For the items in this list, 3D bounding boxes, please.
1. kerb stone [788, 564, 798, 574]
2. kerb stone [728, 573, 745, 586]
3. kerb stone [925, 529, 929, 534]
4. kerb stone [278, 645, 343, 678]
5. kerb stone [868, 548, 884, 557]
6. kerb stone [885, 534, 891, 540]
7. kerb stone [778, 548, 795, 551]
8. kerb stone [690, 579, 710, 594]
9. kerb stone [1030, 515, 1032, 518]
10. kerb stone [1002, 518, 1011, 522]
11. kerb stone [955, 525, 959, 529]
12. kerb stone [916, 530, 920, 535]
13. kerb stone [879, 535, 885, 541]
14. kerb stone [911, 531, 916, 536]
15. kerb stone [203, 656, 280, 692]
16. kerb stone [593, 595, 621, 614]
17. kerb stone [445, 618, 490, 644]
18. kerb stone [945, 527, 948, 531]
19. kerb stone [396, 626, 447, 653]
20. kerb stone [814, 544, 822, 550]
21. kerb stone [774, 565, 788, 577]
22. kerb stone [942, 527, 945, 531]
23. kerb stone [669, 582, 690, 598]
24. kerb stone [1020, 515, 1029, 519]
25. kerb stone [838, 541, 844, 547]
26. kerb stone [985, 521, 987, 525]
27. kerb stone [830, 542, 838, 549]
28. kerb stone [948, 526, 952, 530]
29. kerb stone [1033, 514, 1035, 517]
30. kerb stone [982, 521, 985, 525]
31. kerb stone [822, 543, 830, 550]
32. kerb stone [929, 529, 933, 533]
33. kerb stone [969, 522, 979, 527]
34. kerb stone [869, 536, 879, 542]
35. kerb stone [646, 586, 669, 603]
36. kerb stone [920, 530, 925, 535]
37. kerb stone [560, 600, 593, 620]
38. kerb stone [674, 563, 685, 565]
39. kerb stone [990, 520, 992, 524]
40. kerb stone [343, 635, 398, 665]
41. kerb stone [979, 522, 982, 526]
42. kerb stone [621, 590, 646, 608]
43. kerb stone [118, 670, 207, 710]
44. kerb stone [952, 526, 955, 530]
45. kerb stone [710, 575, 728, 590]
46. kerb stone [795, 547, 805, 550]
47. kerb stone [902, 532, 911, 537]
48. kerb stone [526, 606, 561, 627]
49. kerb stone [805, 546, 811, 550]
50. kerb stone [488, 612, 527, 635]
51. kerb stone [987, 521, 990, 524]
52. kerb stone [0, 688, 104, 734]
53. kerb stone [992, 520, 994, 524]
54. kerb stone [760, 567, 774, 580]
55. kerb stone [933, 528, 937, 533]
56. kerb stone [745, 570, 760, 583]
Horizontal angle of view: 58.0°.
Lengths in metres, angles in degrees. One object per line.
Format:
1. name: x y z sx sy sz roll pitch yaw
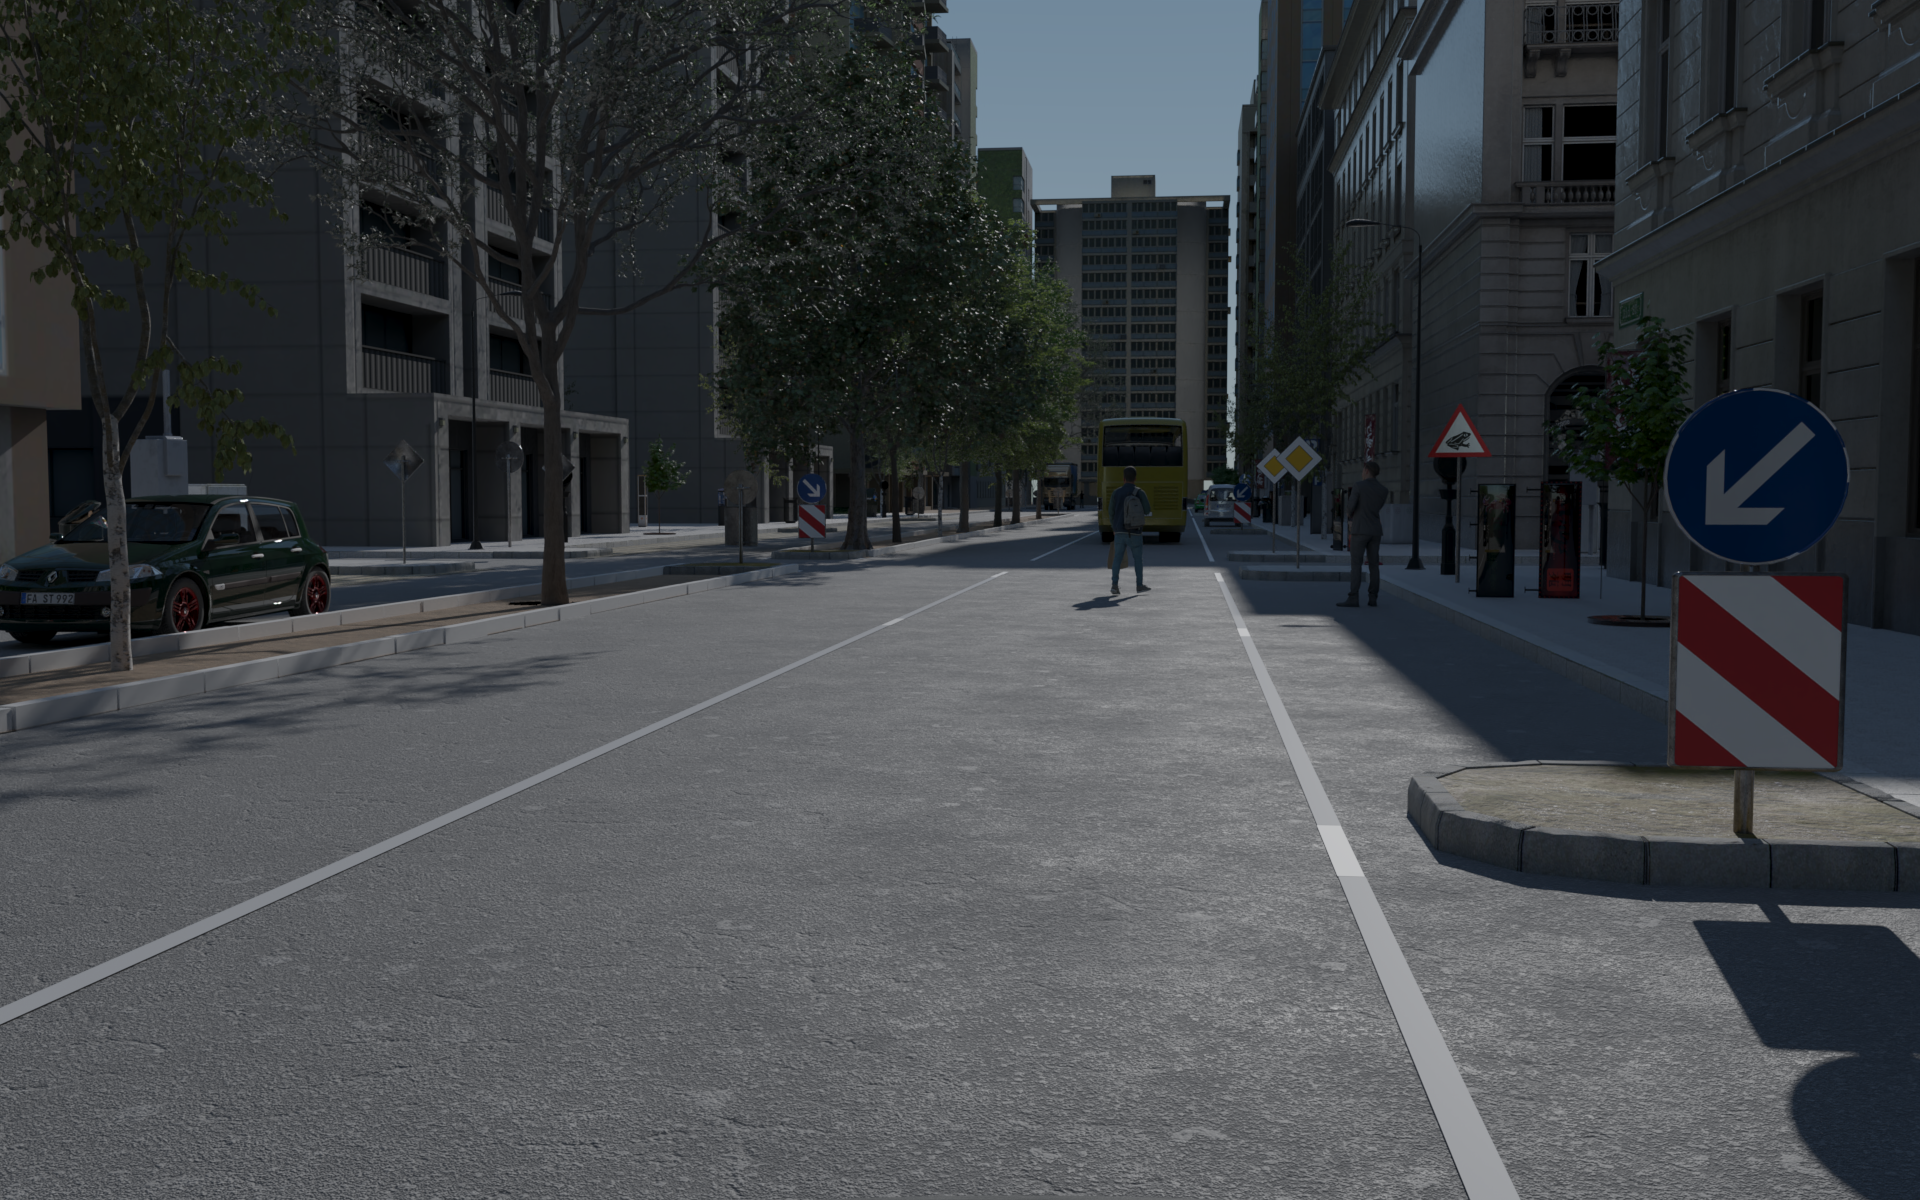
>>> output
1. kerb stone: -3.089 -0.557 31.306 0.120 0.150 1.000 0 4 7
2. kerb stone: -3.607 -0.309 27.242 0.120 0.150 1.000 0 4 7
3. kerb stone: -1.314 -2.407 61.605 0.120 0.150 1.000 0 4 7
4. kerb stone: -5.305 0.501 14.003 0.120 0.150 1.000 0 4 7
5. kerb stone: -1.967 -1.087 39.972 0.120 0.150 1.000 0 4 7
6. kerb stone: -2.363 -1.908 53.469 0.120 0.150 1.000 0 4 7
7. kerb stone: -4.052 -1.102 40.238 0.120 0.150 1.000 0 4 7
8. kerb stone: -3.870 -0.184 25.206 0.120 0.150 1.000 0 4 7
9. kerb stone: 4.026 -4.958 103.279 0.120 0.150 1.000 0 4 7
10. kerb stone: 2.467 -4.214 91.102 0.120 0.150 1.000 0 4 7
11. kerb stone: -0.275 -2.907 69.756 0.120 0.150 1.000 0 4 7
12. kerb stone: -1.589 -2.286 59.568 0.120 0.150 1.000 0 4 7
13. kerb stone: -2.487 -1.847 52.445 0.120 0.150 1.000 0 4 7
14. kerb stone: -1.710 -2.224 58.553 0.120 0.150 1.000 0 4 7
15. kerb stone: -5.433 0.563 12.988 0.120 0.150 1.000 0 4 7
16. kerb stone: -4.389 0.065 21.138 0.120 0.150 1.000 0 4 7
17. kerb stone: -4.908 0.315 17.048 0.120 0.150 1.000 0 4 7
18. kerb stone: -0.670 -2.720 66.704 0.120 0.150 1.000 0 4 7
19. kerb stone: -5.046 0.377 16.033 0.120 0.150 1.000 0 4 7
20. kerb stone: -3.670 -1.288 43.291 0.120 0.150 1.000 0 4 7
21. kerb stone: -3.217 -0.495 30.292 0.120 0.150 1.000 0 4 7
22. kerb stone: -0.803 -2.660 65.681 0.120 0.150 1.000 0 4 7
23. kerb stone: -4.010 -0.122 24.192 0.120 0.150 1.000 0 4 7
24. kerb stone: 3.770 -4.835 101.244 0.120 0.150 1.000 0 4 7
25. kerb stone: -3.281 -1.477 46.338 0.120 0.150 1.000 0 4 7
26. kerb stone: 1.029 -3.526 79.913 0.120 0.150 1.000 0 4 7
27. kerb stone: -3.410 -1.414 45.319 0.120 0.150 1.000 0 4 7
28. kerb stone: -0.539 -2.784 67.720 0.120 0.150 1.000 0 4 7
29. kerb stone: 4.288 -5.080 105.316 0.120 0.150 1.000 0 4 7
30. kerb stone: 0.898 -3.466 78.899 0.120 0.150 1.000 0 4 7
31. kerb stone: -3.542 -1.347 44.305 0.120 0.150 1.000 0 4 7
32. kerb stone: -1.192 -2.464 62.621 0.120 0.150 1.000 0 4 7
33. kerb stone: 0.635 -3.344 76.871 0.120 0.150 1.000 0 4 7
34. kerb stone: -2.626 -1.786 51.424 0.120 0.150 1.000 0 4 7
35. kerb stone: -4.135 -0.060 23.171 0.120 0.150 1.000 0 4 7
36. kerb stone: -1.444 -2.348 60.584 0.120 0.150 1.000 0 4 7
37. kerb stone: -4.519 0.128 20.108 0.120 0.150 1.000 0 4 7
38. kerb stone: -5.172 -0.575 31.591 0.120 0.150 1.000 0 4 7
39. kerb stone: 1.291 -3.653 81.948 0.120 0.150 1.000 0 4 7
40. kerb stone: -5.182 0.443 15.020 0.120 0.150 1.000 0 4 7
41. kerb stone: 0.758 -3.405 77.886 0.120 0.150 1.000 0 4 7
42. kerb stone: -4.264 0.005 22.152 0.120 0.150 1.000 0 4 7
43. kerb stone: -5.563 0.625 11.974 0.120 0.150 1.000 0 4 7
44. kerb stone: -0.408 -2.838 68.739 0.120 0.150 1.000 0 4 7
45. kerb stone: -3.738 -0.244 26.224 0.120 0.150 1.000 0 4 7
46. kerb stone: -3.931 -1.166 41.253 0.120 0.150 1.000 0 4 7
47. kerb stone: -1.836 -2.162 57.539 0.120 0.150 1.000 0 4 7
48. kerb stone: -4.659 0.190 19.092 0.120 0.150 1.000 0 4 7
49. kerb stone: -3.801 -1.221 42.277 0.120 0.150 1.000 0 4 7
50. kerb stone: -4.793 0.253 18.072 0.120 0.150 1.000 0 4 7
51. kerb stone: 1.159 -3.593 80.934 0.120 0.150 1.000 0 4 7
52. kerb stone: -5.695 0.687 10.961 0.120 0.150 1.000 0 4 7
53. kerb stone: 1.411 -3.715 82.967 0.120 0.150 1.000 0 4 7
54. kerb stone: -3.354 -0.429 29.274 0.120 0.150 1.000 0 4 7
55. kerb stone: -1.062 -2.530 63.649 0.120 0.150 1.000 0 4 7
56. kerb stone: -3.485 -0.366 28.257 0.120 0.150 1.000 0 4 7
